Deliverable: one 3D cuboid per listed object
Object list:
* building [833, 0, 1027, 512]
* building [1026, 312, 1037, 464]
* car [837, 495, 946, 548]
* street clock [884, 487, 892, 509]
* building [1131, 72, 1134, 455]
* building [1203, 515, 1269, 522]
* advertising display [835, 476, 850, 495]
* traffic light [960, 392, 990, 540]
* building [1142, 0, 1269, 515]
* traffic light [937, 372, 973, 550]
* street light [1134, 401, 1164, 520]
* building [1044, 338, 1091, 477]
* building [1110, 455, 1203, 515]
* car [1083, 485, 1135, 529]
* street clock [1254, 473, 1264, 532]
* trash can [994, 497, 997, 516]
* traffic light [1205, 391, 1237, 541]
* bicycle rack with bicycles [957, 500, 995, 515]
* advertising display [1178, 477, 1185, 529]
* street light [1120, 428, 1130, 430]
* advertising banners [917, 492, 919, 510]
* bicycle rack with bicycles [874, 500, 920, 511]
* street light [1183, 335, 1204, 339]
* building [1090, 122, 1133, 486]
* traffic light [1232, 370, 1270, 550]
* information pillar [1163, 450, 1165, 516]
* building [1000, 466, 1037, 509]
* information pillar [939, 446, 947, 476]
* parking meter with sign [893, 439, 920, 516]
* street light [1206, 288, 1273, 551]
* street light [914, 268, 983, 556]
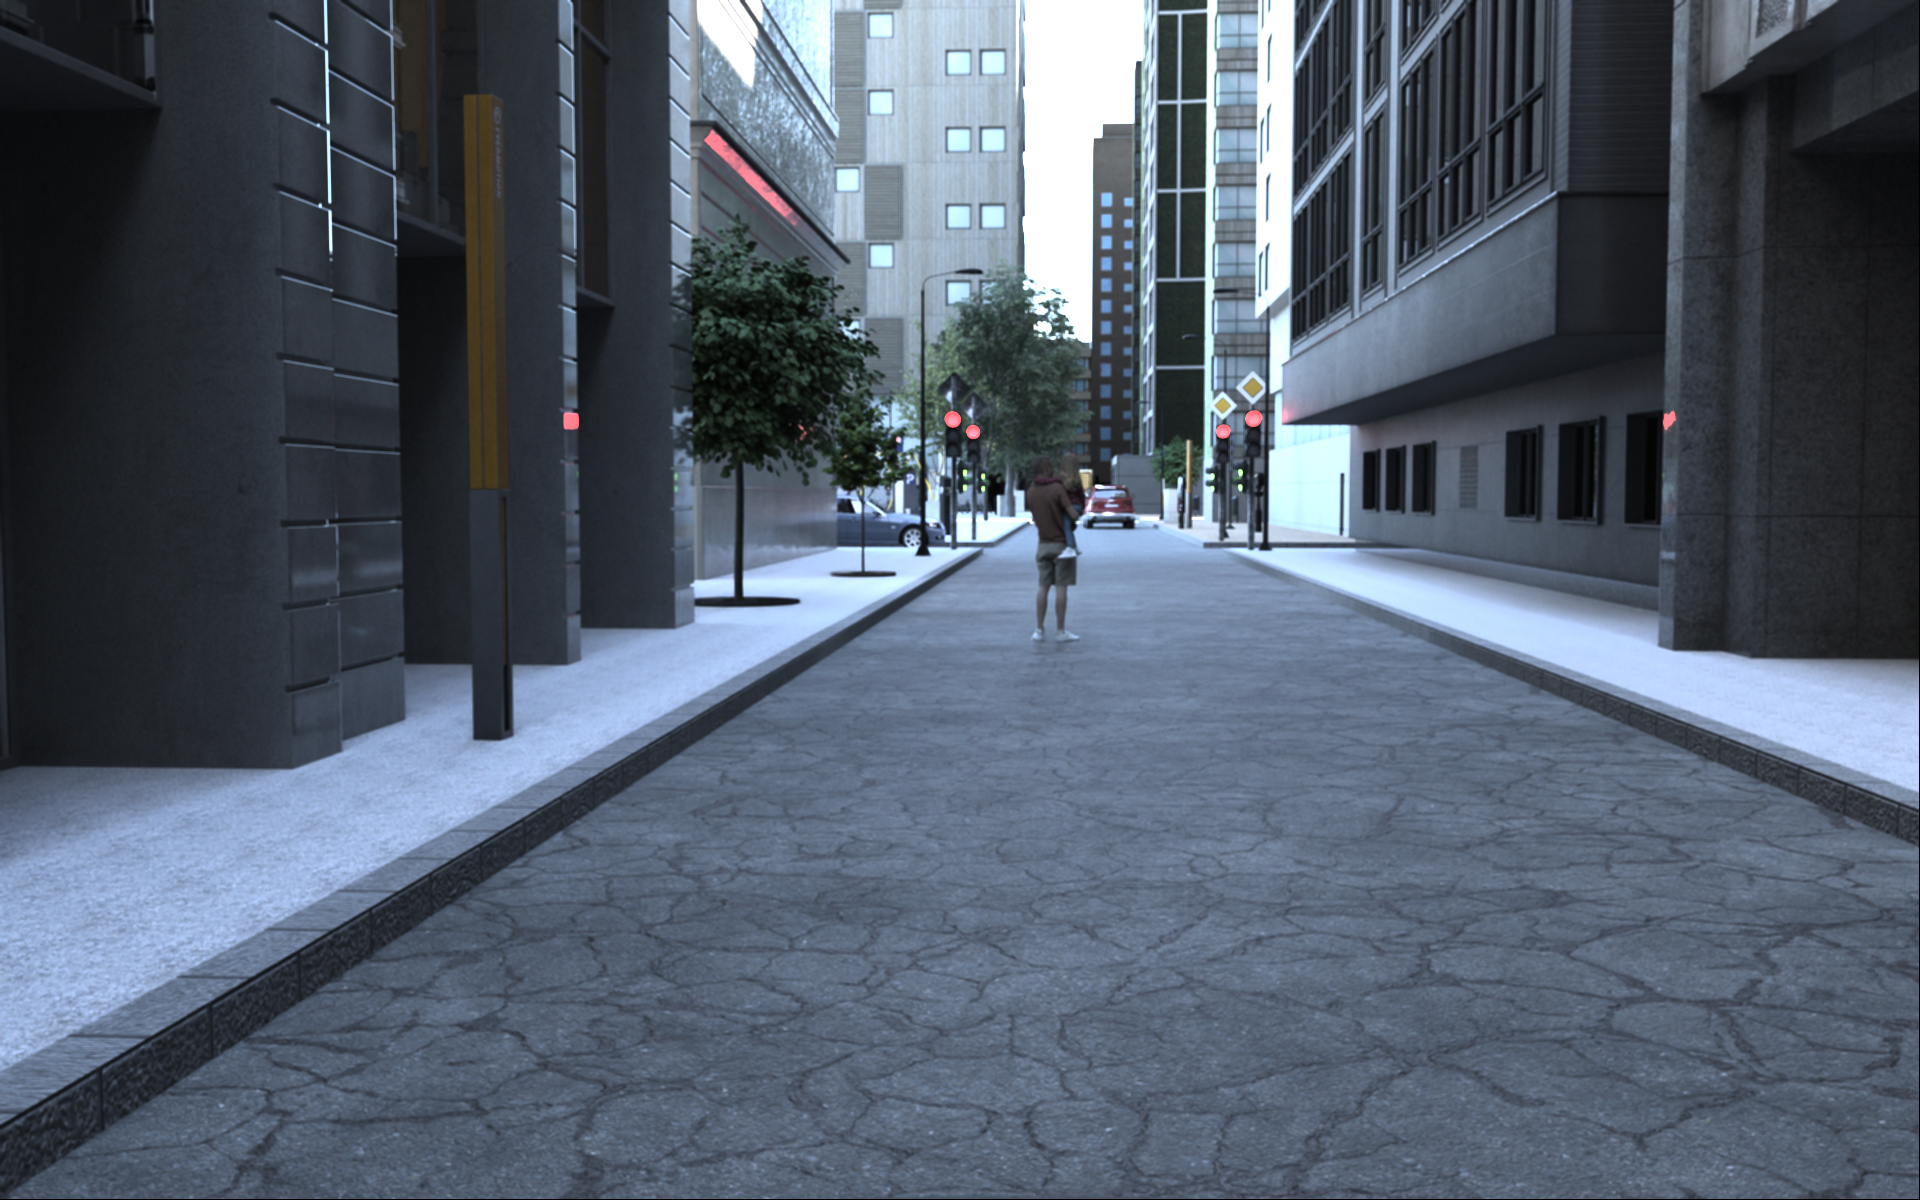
[{"bbox_3d":[-8.469,-33.484,136.701,28.713,52.752,27.495,0,4,4],"label":"building"},{"bbox_3d":[-6.160,-20.860,186.107,28.899,21.520,27.650,0,4,4],"label":"building"},{"bbox_3d":[-2.610,-1.986,44.478,4.499,1.417,2.014,0,4,3],"label":"car"},{"bbox_3d":[-5.017,-7.118,120.956,0.471,2.002,0.358,1,4,19],"label":"street clock"},{"bbox_3d":[23.526,-29.534,166.472,14.154,41.232,14.086,0,4,4],"label":"building"},{"bbox_3d":[18.843,-24.454,83.426,14.154,41.232,14.086,0,4,4],"label":"building"},{"bbox_3d":[-3.532,-2.611,47.905,0.974,1.923,0.123,0,4,5],"label":"advertising display"},{"bbox_3d":[0.404,-3.603,47.824,0.839,4.253,0.868,0,4,4],"label":"traffic light"},{"bbox_3d":[20.746,-27.420,131.908,14.154,41.232,14.086,0,4,4],"label":"building"},{"bbox_3d":[-0.123,-3.115,39.856,0.839,4.253,0.868,0,4,4],"label":"traffic light"},{"bbox_3d":[9.546,-6.965,86.414,1.470,5.913,1.316,0,4,4],"label":"street light"},{"bbox_3d":[2.083,-22.976,220.699,28.899,21.520,27.650,0,4,4],"label":"building"},{"bbox_3d":[20.262,-41.097,110.186,20.563,71.187,20.611,0,4,4],"label":"building"},{"bbox_3d":[6.275,-3.949,73.234,2.281,1.827,5.304,0,4,2],"label":"car"},{"bbox_3d":[10.054,-3.287,58.316,0.358,2.002,0.471,-1,4,-16],"label":"street clock"},{"bbox_3d":[2.341,-5.510,101.734,0.748,1.137,0.748,0,3,0],"label":"trash can"},{"bbox_3d":[7.151,-3.576,47.395,0.839,4.253,0.868,0,4,4],"label":"traffic light"},{"bbox_3d":[0.764,-5.728,107.029,2.925,0.926,2.852,1,4,12],"label":"bicycle rack with bicycles"},{"bbox_3d":[8.202,-3.605,64.159,0.123,1.923,0.974,0,4,-2],"label":"advertising display"},{"bbox_3d":[12.010,-9.165,122.385,1.470,5.913,1.316,0,4,4],"label":"street light"},{"bbox_3d":[-3.129,-7.309,115.686,2.074,3.025,0.090,3,5,43],"label":"advertising banners"},{"bbox_3d":[-3.573,-5.387,101.462,2.852,0.926,2.925,-3,4,-37],"label":"bicycle rack with bicycles"},{"bbox_3d":[7.202,-4.780,50.692,1.470,5.913,1.316,0,4,4],"label":"street light"},{"bbox_3d":[23.138,-34.354,211.794,14.200,45.320,14.600,0,4,4],"label":"building"},{"bbox_3d":[6.624,-3.089,39.427,0.839,4.253,0.868,0,4,4],"label":"traffic light"},{"bbox_3d":[10.894,-6.207,92.844,0.183,3.616,0.504,1,4,12],"label":"information pillar"},{"bbox_3d":[-2.654,-44.163,160.310,20.563,71.187,20.611,0,4,4],"label":"building"},{"bbox_3d":[-0.742,-5.201,76.393,0.183,3.616,0.504,-2,4,-32],"label":"information pillar"},{"bbox_3d":[-1.570,-3.259,49.539,0.543,3.016,1.738,-2,4,-24],"label":"parking meter with sign"},{"bbox_3d":[6.379,-4.071,39.095,1.470,5.913,1.316,0,4,4],"label":"street light"},{"bbox_3d":[-0.228,-3.869,35.793,1.470,5.913,1.316,0,4,4],"label":"street light"}]
